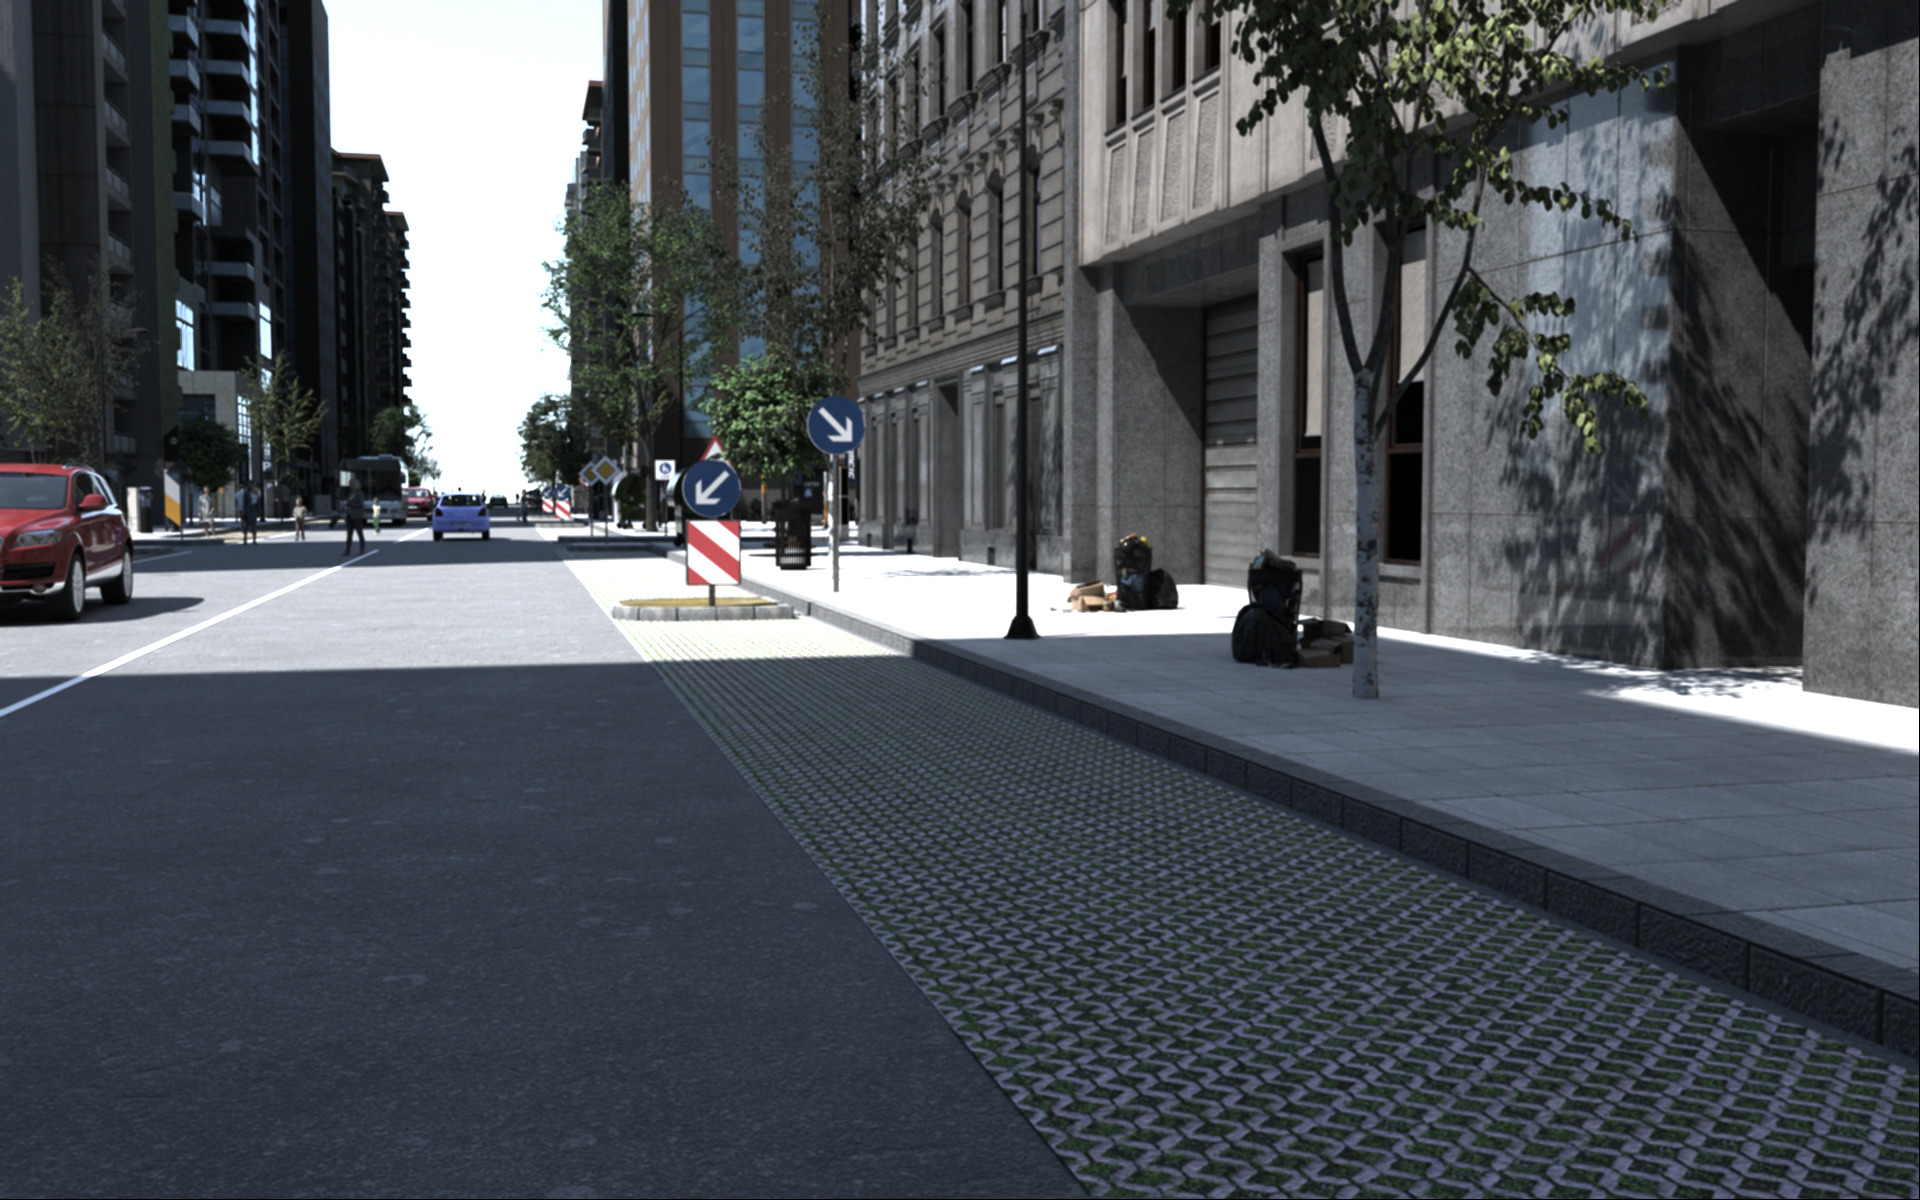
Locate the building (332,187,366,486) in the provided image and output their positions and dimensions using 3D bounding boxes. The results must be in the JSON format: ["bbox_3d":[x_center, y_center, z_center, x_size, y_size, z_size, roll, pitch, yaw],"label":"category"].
[{"bbox_3d":[-63.674,-23.790,160.665,14.160,30.474,14.107,-1,4,-15],"label":"building"}]

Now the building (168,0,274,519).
[{"bbox_3d":[-52.682,-48.196,100.684,22.319,86.520,31.000,-1,4,-15],"label":"building"}]

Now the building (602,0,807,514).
[{"bbox_3d":[-20.927,-29.843,138.049,14.600,45.320,14.200,-1,4,-15],"label":"building"}]

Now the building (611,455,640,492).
[{"bbox_3d":[-12.518,-41.358,114.452,20.563,71.187,20.611,-1,4,-15],"label":"building"}]

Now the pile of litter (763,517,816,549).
[{"bbox_3d":[-4.064,-1.672,41.303,1.176,0.858,1.719,-1,4,-20],"label":"pile of litter"}]

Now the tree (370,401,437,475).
[{"bbox_3d":[-61.641,-16.269,191.747,9.928,11.665,9.643,0,3,0],"label":"tree"}]

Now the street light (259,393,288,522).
[{"bbox_3d":[-31.400,-6.525,79.228,1.470,5.913,1.316,-1,4,-15],"label":"street light"}]

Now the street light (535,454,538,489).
[{"bbox_3d":[-47.904,-13.833,198.717,1.470,5.913,1.316,-1,4,-15],"label":"street light"}]

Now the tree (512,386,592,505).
[{"bbox_3d":[-48.317,-18.308,205.985,9.857,13.997,8.962,0,3,0],"label":"tree"}]

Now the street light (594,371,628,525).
[{"bbox_3d":[-12.990,-5.654,64.991,1.470,5.913,1.316,-1,4,-15],"label":"street light"}]

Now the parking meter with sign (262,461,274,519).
[{"bbox_3d":[-36.253,-5.784,90.828,0.543,3.016,1.738,-2,4,-27],"label":"parking meter with sign"}]

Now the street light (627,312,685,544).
[{"bbox_3d":[-7.708,-4.404,44.542,1.470,5.913,1.316,-1,4,-15],"label":"street light"}]

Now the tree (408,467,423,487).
[{"bbox_3d":[-65.835,-13.653,206.941,4.285,4.588,4.351,0,3,0],"label":"tree"}]

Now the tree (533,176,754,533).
[{"bbox_3d":[-10.526,-8.079,57.851,9.928,11.665,9.643,0,3,0],"label":"tree"}]

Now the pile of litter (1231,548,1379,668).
[{"bbox_3d":[2.707,0.028,13.511,1.176,0.858,1.719,3,4,37],"label":"pile of litter"}]

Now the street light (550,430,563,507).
[{"bbox_3d":[-28.697,-9.325,125.004,1.470,5.913,1.316,-1,4,-15],"label":"street light"}]

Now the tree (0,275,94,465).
[{"bbox_3d":[-30.974,-6.593,58.164,4.737,8.622,4.395,0,3,0],"label":"tree"}]

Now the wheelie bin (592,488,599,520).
[{"bbox_3d":[-18.174,-4.855,87.285,0.693,1.594,0.980,-1,4,-10],"label":"wheelie bin"}]

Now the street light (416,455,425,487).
[{"bbox_3d":[-63.993,-14.158,204.019,1.470,5.913,1.316,-1,4,-15],"label":"street light"}]

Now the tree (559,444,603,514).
[{"bbox_3d":[-24.615,-7.930,113.364,4.285,4.588,4.351,0,3,0],"label":"tree"}]

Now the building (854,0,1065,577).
[{"bbox_3d":[4.271,-11.338,34.530,9.793,20.994,18.267,-1,4,-15],"label":"building"}]

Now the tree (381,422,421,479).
[{"bbox_3d":[-57.708,-13.907,177.745,4.737,8.622,4.395,0,3,0],"label":"tree"}]

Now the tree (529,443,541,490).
[{"bbox_3d":[-46.333,-14.982,195.320,4.737,8.622,4.395,0,3,0],"label":"tree"}]

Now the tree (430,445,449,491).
[{"bbox_3d":[-74.909,-17.840,242.043,4.360,8.622,3.978,0,3,0],"label":"tree"}]

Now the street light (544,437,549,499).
[{"bbox_3d":[-32.690,-10.248,140.087,1.470,5.913,1.316,-1,4,-15],"label":"street light"}]

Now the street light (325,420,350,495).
[{"bbox_3d":[-39.105,-8.317,108.518,1.470,5.913,1.316,-1,4,-15],"label":"street light"}]

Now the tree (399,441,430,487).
[{"bbox_3d":[-68.716,-16.245,215.966,4.360,8.622,3.978,0,3,0],"label":"tree"}]

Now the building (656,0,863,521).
[{"bbox_3d":[-9.678,-26.891,89.775,14.600,45.320,14.200,-1,4,-15],"label":"building"}]

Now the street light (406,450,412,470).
[{"bbox_3d":[-58.346,-12.817,182.094,1.470,5.913,1.316,-1,4,-15],"label":"street light"}]

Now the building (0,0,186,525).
[{"bbox_3d":[-38.928,-23.398,66.145,14.154,41.232,14.086,-1,4,-15],"label":"building"}]

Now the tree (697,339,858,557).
[{"bbox_3d":[-3.751,-3.183,35.762,4.285,4.588,4.351,0,3,0],"label":"tree"}]

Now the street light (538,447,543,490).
[{"bbox_3d":[-40.272,-12.041,169.409,1.470,5.913,1.316,-1,4,-15],"label":"street light"}]

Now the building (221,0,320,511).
[{"bbox_3d":[-59.055,-42.128,127.053,20.563,71.187,20.611,-1,4,-15],"label":"building"}]

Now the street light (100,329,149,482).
[{"bbox_3d":[-23.492,-4.659,48.713,1.470,5.913,1.316,-1,4,-15],"label":"street light"}]

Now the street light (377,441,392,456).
[{"bbox_3d":[-50.557,-10.987,152.182,1.470,5.913,1.316,-1,4,-15],"label":"street light"}]

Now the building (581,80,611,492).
[{"bbox_3d":[-28.639,-32.410,184.531,22.147,44.769,28.867,-1,4,-15],"label":"building"}]

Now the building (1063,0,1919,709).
[{"bbox_3d":[9.800,-12.118,16.152,12.078,24.808,19.932,-1,4,-15],"label":"building"}]

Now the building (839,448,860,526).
[{"bbox_3d":[9.544,-25.368,69.392,28.867,44.769,22.147,-1,4,-15],"label":"building"}]

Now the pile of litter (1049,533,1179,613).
[{"bbox_3d":[1.722,-0.325,19.272,1.719,0.858,1.176,-2,4,-23],"label":"pile of litter"}]

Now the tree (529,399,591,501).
[{"bbox_3d":[-30.266,-11.182,133.183,4.360,8.622,3.978,0,3,0],"label":"tree"}]

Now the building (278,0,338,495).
[{"bbox_3d":[-60.614,-30.299,145.507,14.600,45.320,14.200,-1,4,-15],"label":"building"}]

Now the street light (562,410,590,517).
[{"bbox_3d":[-20.942,-7.512,95.365,1.470,5.913,1.316,-1,4,-15],"label":"street light"}]

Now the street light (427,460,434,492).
[{"bbox_3d":[-71.855,-15.998,234.101,1.470,5.913,1.316,-1,4,-15],"label":"street light"}]

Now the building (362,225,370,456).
[{"bbox_3d":[-67.529,-24.619,174.214,14.160,30.474,14.107,-1,4,-15],"label":"building"}]

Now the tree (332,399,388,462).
[{"bbox_3d":[-47.078,-11.317,135.398,4.360,8.622,3.978,0,3,0],"label":"tree"}]

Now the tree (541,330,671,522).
[{"bbox_3d":[-15.515,-7.825,78.296,4.737,8.622,4.395,0,3,0],"label":"tree"}]

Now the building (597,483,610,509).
[{"bbox_3d":[-17.058,-28.597,159.436,32.217,40.220,23.993,-1,4,-15],"label":"building"}]

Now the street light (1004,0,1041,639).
[{"bbox_3d":[0.029,-2.605,15.133,1.470,5.913,1.316,-1,4,-15],"label":"street light"}]
